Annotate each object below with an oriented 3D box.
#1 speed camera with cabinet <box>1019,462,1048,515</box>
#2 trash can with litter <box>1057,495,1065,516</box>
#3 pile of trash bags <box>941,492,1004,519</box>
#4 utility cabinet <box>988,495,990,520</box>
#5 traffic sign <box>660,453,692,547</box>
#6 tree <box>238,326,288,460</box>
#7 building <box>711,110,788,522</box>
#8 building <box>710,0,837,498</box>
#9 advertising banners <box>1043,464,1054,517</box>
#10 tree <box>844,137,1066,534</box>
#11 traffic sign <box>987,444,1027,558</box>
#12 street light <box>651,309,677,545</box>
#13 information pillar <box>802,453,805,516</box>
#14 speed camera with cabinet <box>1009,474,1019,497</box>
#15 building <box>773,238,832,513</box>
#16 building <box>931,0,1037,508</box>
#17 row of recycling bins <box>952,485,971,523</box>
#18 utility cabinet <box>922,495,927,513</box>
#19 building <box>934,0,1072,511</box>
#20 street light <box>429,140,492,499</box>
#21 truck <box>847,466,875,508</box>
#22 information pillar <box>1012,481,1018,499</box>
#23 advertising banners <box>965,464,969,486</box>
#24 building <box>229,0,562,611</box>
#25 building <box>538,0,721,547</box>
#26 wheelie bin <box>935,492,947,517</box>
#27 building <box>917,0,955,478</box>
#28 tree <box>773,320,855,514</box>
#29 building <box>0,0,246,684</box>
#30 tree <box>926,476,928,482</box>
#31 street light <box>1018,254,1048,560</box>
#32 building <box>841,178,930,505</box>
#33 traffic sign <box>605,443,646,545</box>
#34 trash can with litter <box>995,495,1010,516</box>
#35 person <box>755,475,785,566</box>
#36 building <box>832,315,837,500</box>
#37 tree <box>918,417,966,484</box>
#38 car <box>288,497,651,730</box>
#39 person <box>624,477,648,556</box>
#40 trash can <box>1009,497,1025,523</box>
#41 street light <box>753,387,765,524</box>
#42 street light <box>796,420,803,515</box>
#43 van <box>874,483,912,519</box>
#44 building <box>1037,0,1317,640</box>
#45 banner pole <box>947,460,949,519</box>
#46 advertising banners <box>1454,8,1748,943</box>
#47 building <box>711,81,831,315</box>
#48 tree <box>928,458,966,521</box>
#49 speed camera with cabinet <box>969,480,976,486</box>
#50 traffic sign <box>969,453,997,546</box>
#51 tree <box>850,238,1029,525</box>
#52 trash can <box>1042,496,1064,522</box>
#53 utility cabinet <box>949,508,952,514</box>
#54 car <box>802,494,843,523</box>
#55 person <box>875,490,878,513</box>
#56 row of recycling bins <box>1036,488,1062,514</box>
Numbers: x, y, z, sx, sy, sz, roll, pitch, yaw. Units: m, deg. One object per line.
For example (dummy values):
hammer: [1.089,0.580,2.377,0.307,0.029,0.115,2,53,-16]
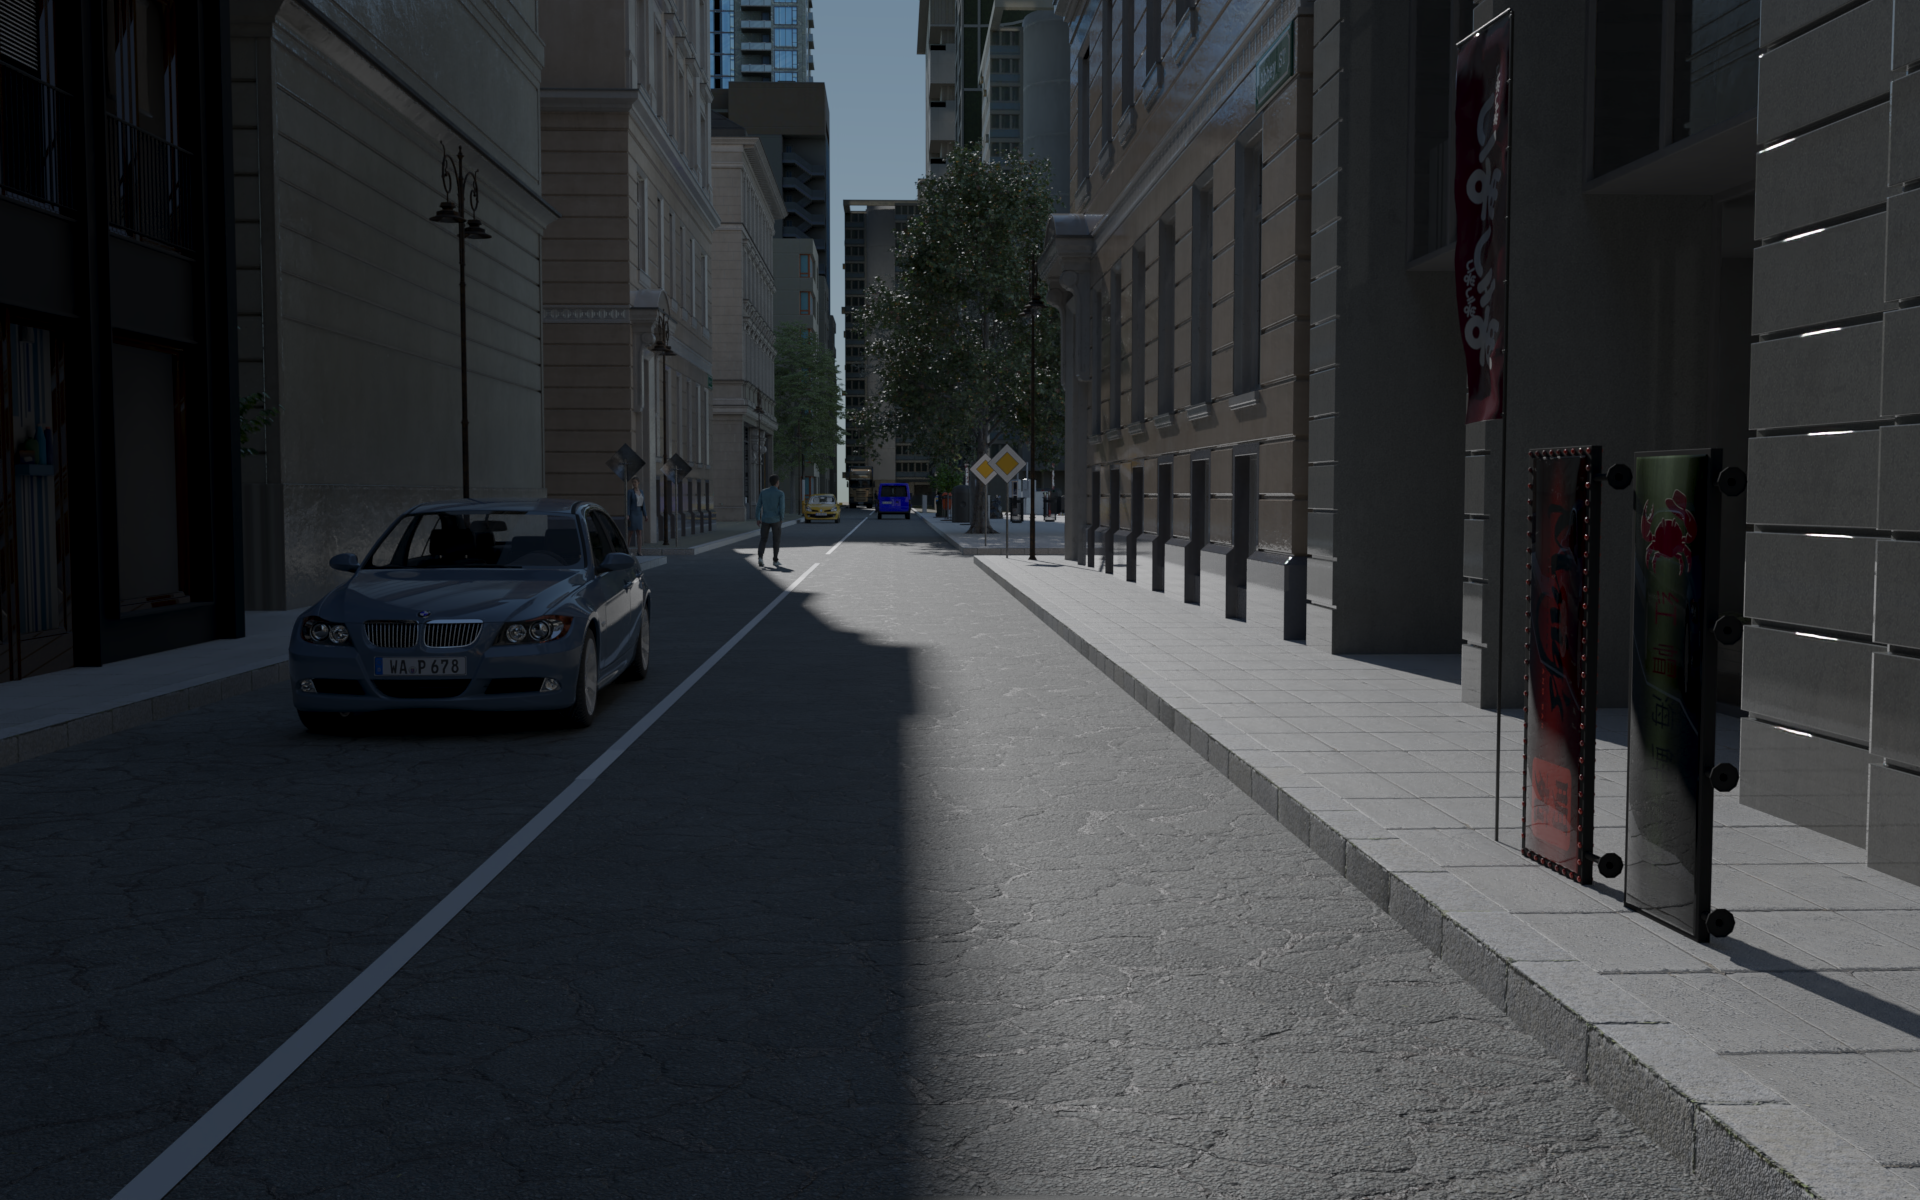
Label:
speed camera with cabinet: [4.718,-6.886,106.923,0.660,3.252,2.038,-3,4,-37]
trash can with litter: [6.630,-5.573,102.184,2.233,1.210,1.678,-1,4,-16]
pile of trash bags: [0.666,-4.928,90.328,3.447,1.369,1.912,1,4,17]
utility cabinet: [1.057,-4.586,86.150,0.306,1.237,1.020,3,5,40]
traffic sign: [-6.914,-2.359,42.212,0.795,2.450,0.064,0,4,-2]
tree: [-7.704,-1.360,16.834,1.663,3.219,1.824,0,3,0]
building: [-14.522,-14.094,81.351,10.553,20.767,40.483,0,4,-2]
building: [-30.676,-54.860,209.634,31.000,86.520,22.319,0,4,-2]
advertising banners: [5.003,-6.173,97.112,0.090,3.025,2.074,1,4,21]
tree: [0.803,-8.487,55.763,9.611,12.733,9.660,0,3,0]
traffic sign: [0.937,-1.888,34.506,0.795,2.450,0.064,0,4,-2]
street light: [-7.393,-4.317,43.377,0.468,5.910,1.993,0,4,-2]
information pillar: [-9.032,-6.637,99.862,0.183,3.616,0.504,0,4,4]
speed camera with cabinet: [3.818,-7.085,110.173,0.660,3.252,2.038,2,4,30]
building: [-24.315,-17.510,131.332,27.650,21.520,28.899,0,4,-2]
building: [7.923,-43.812,154.579,20.563,71.187,20.611,0,4,-2]
row of recycling bins: [0.413,-4.388,78.860,1.069,1.692,3.534,1,4,17]
utility cabinet: [-2.391,-6.469,116.933,0.306,1.237,1.020,0,4,-4]
building: [14.290,-26.980,132.996,32.217,40.220,23.993,0,4,-2]
street light: [-6.630,-3.080,23.151,0.468,5.910,1.993,0,4,-2]
truck: [-10.100,-11.501,176.946,2.839,4.237,11.283,0,4,-3]
information pillar: [3.149,-5.826,99.746,0.304,2.012,0.304,-1,4,-8]
advertising banners: [0.731,-6.366,100.270,0.090,3.025,2.074,2,4,27]
building: [-21.913,-11.727,25.025,30.059,22.955,16.112,0,4,-2]
building: [-14.509,-16.204,50.843,13.634,28.700,20.117,0,4,-2]
wheelie bin: [-0.931,-5.440,96.846,0.693,1.594,0.980,3,5,43]
building: [10.087,-36.086,179.252,28.713,52.752,27.495,0,4,-2]
tree: [-10.545,-11.927,113.126,7.486,12.596,7.792,0,3,0]
building: [-12.243,-10.827,6.692,12.332,23.373,15.834,0,4,-2]
tree: [-1.084,-6.081,94.031,1.663,3.219,1.824,0,3,0]
street light: [1.412,-3.718,33.581,0.468,5.910,1.993,0,4,-2]
building: [-2.606,-32.050,215.890,23.993,40.220,32.217,0,4,-2]
traffic sign: [-6.603,-1.871,34.233,0.795,2.450,0.064,0,4,-2]
trash can with litter: [2.549,-5.719,104.562,1.678,1.210,2.233,2,4,27]
person: [-3.825,-1.604,34.739,0.660,1.820,0.620,1,4,14]
building: [-25.809,-19.333,161.128,27.650,21.520,28.899,0,4,-2]
tree: [-1.214,-10.286,118.540,4.360,8.622,3.978,0,3,0]
car: [-3.216,-0.005,12.090,2.014,1.417,4.499,0,4,-3]
person: [-7.412,-1.895,39.514,0.581,1.822,0.654,-2,4,-31]
trash can: [2.515,-3.966,76.490,0.748,1.137,0.748,0,3,0]
street light: [-8.665,-6.239,74.789,0.468,5.910,1.993,0,4,-2]
street light: [-9.889,-8.174,106.438,0.468,5.910,1.993,0,4,-2]
van: [-3.813,-5.808,99.340,2.240,2.365,5.245,0,4,-3]
building: [8.673,-14.578,24.258,13.634,28.700,20.117,0,4,-2]
banner pole: [-0.609,-5.984,87.854,0.401,3.779,0.863,0,4,-1]
advertising banners: [2.036,-0.588,5.798,0.090,3.025,2.074,0,4,-5]
building: [-21.210,-32.729,185.224,14.200,45.320,14.600,0,4,-2]
tree: [-0.566,-5.374,82.466,1.663,3.219,1.824,0,3,0]
speed camera with cabinet: [1.043,-7.112,110.621,0.660,3.252,2.038,1,4,10]
traffic sign: [0.625,-2.376,42.485,0.795,2.450,0.064,0,4,-2]
tree: [0.422,-9.823,70.984,12.009,13.543,11.850,0,3,0]
trash can: [4.151,-4.178,79.963,0.748,1.137,0.748,0,3,0]
utility cabinet: [-0.959,-6.014,109.492,1.020,1.237,0.306,2,4,33]
car: [-6.821,-4.631,85.938,2.015,1.641,3.980,0,4,-3]
person: [-6.361,-7.635,134.135,0.742,1.727,0.445,3,5,43]
row of recycling bins: [5.469,-6.622,115.382,1.069,1.692,3.534,-3,5,-41]
